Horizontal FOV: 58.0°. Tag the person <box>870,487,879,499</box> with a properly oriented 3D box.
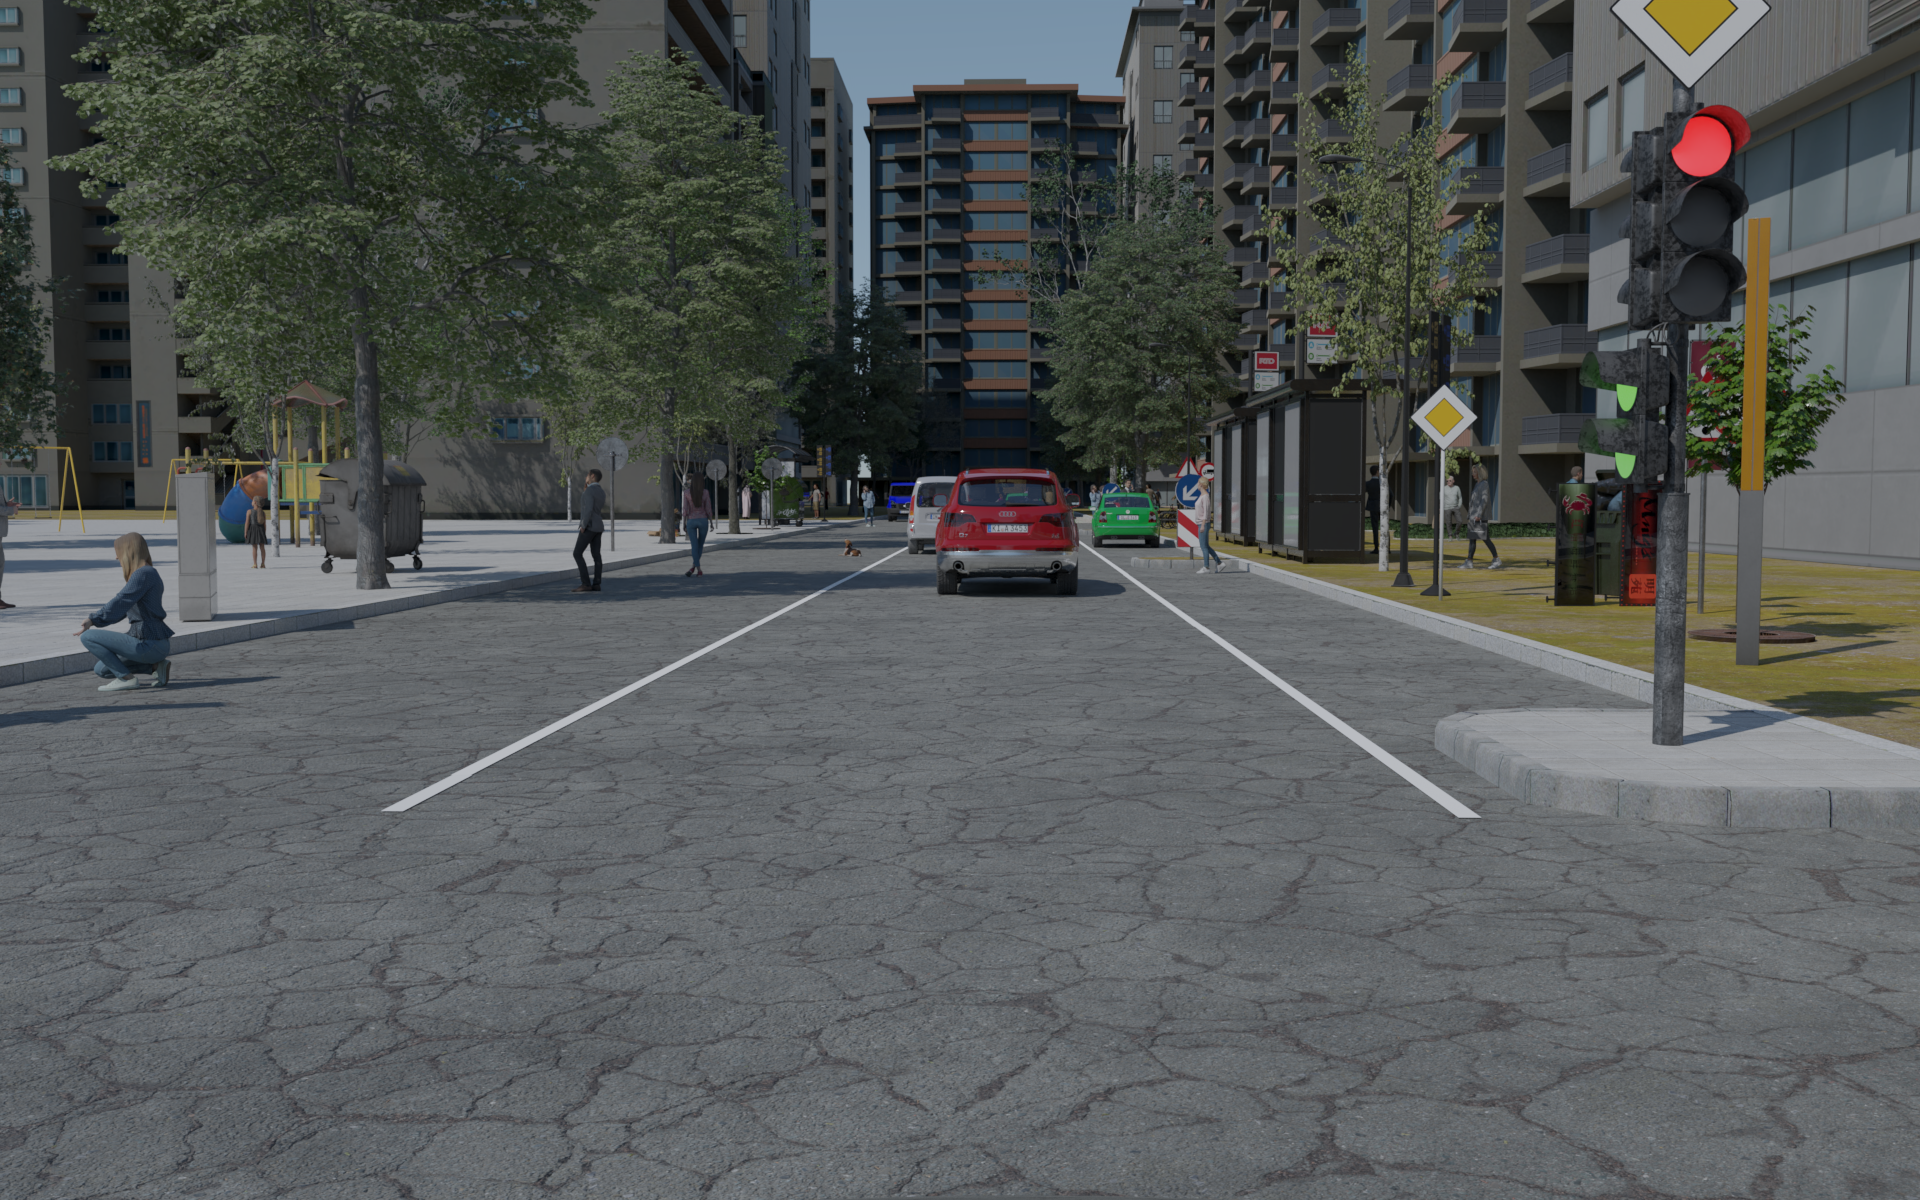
[{"bbox_3d":[-7.155,-8.174,139.644,1.348,1.831,0.705,1,4,18],"label":"person"}]

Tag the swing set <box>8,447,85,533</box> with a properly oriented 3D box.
[{"bbox_3d":[-30.756,-3.641,57.151,3.119,2.851,2.862,-3,5,-43],"label":"swing set"}]

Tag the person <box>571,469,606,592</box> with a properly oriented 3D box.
[{"bbox_3d":[-5.467,-1.030,25.514,0.473,1.802,0.592,2,4,28],"label":"person"}]

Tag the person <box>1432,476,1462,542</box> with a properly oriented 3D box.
[{"bbox_3d":[13.185,-2.465,46.830,0.782,1.767,0.515,0,4,5],"label":"person"}]

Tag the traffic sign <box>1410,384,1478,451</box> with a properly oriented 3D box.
[{"bbox_3d":[5.807,-1.286,20.761,0.795,2.593,0.064,0,4,5],"label":"traffic sign"}]

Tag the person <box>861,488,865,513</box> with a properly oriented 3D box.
[{"bbox_3d":[-6.500,-6.861,118.910,0.721,1.739,1.217,-2,4,-29],"label":"person"}]

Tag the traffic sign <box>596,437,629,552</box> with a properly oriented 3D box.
[{"bbox_3d":[-7.752,-2.354,38.598,0.768,2.556,0.104,1,4,10],"label":"traffic sign"}]

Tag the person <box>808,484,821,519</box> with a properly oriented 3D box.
[{"bbox_3d":[-7.491,-5.130,89.923,0.705,1.824,1.348,-2,4,-30],"label":"person"}]

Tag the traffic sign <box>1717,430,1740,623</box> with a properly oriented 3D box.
[{"bbox_3d":[7.754,-1.042,17.144,0.768,2.556,0.104,1,4,9],"label":"traffic sign"}]

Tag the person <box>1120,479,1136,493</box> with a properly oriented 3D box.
[{"bbox_3d":[5.367,-2.906,55.372,0.474,1.900,0.648,2,4,28],"label":"person"}]

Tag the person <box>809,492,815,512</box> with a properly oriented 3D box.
[{"bbox_3d":[-10.820,-7.213,127.199,0.991,1.433,0.599,1,4,10],"label":"person"}]

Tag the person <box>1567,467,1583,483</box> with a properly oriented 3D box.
[{"bbox_3d":[11.171,-1.550,31.725,0.444,1.785,0.601,0,4,2],"label":"person"}]

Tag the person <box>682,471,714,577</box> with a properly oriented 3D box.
[{"bbox_3d":[-4.519,-1.310,29.930,0.555,1.821,0.388,-1,4,-22],"label":"person"}]

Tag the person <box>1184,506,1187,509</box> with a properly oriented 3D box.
[{"bbox_3d":[9.587,-4.005,72.531,0.512,1.701,0.522,0,4,-4],"label":"person"}]

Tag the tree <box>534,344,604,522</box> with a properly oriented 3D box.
[{"bbox_3d":[-17.902,-7.935,80.102,4.737,8.622,4.395,0,3,0],"label":"tree"}]

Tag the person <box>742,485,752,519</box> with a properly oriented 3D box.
[{"bbox_3d":[-10.804,-4.965,87.884,0.551,1.740,0.621,0,4,3],"label":"person"}]

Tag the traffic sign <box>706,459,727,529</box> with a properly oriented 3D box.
[{"bbox_3d":[-8.953,-3.885,63.630,0.768,2.556,0.104,0,4,4],"label":"traffic sign"}]

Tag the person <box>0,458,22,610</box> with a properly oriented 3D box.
[{"bbox_3d":[-10.694,-0.797,19.275,0.606,1.804,0.583,3,5,42],"label":"person"}]

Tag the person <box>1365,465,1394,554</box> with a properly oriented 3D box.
[{"bbox_3d":[8.982,-1.947,37.245,0.648,1.900,0.474,0,4,2],"label":"person"}]

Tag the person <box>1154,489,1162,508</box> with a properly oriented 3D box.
[{"bbox_3d":[17.910,-9.195,156.932,0.434,1.755,0.990,-2,4,-32],"label":"person"}]

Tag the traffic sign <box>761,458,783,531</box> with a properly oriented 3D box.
[{"bbox_3d":[-6.593,-3.709,60.750,0.768,2.556,0.104,0,4,7],"label":"traffic sign"}]

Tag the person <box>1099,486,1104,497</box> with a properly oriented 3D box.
[{"bbox_3d":[5.940,-3.786,70.753,0.532,1.782,0.716,0,4,-6],"label":"person"}]

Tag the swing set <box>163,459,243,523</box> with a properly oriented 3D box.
[{"bbox_3d":[-33.645,-4.894,77.629,3.119,2.851,2.862,0,4,-5],"label":"swing set"}]

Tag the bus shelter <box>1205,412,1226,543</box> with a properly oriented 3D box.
[{"bbox_3d":[7.805,-4.190,46.143,2.179,5.291,8.768,0,4,2],"label":"bus shelter"}]

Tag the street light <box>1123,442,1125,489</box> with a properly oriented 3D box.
[{"bbox_3d":[7.386,-6.800,83.720,1.470,5.913,1.316,0,4,2],"label":"street light"}]

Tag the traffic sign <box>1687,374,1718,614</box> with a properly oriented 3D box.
[{"bbox_3d":[7.935,-1.130,18.486,0.884,2.594,0.081,0,4,3],"label":"traffic sign"}]

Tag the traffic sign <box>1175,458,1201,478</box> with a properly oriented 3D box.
[{"bbox_3d":[7.600,-3.528,57.684,0.884,2.594,0.081,0,4,7],"label":"traffic sign"}]

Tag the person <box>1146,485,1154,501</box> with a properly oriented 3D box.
[{"bbox_3d":[11.051,-5.882,102.301,1.350,1.814,0.705,-3,5,-42],"label":"person"}]

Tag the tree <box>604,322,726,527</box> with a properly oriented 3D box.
[{"bbox_3d":[-10.823,-7.201,68.099,4.737,8.622,4.395,0,3,0],"label":"tree"}]

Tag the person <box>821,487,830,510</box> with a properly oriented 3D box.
[{"bbox_3d":[-10.677,-8.068,137.886,0.705,1.831,1.348,-2,4,-35],"label":"person"}]

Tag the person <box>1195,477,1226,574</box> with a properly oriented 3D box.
[{"bbox_3d":[4.499,-1.345,31.167,0.598,1.740,0.731,0,4,-5],"label":"person"}]

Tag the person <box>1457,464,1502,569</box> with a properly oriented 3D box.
[{"bbox_3d":[8.962,-1.439,29.755,0.728,1.800,0.709,0,4,6],"label":"person"}]

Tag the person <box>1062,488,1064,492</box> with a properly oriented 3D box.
[{"bbox_3d":[5.478,-5.151,93.384,0.621,1.740,0.551,1,4,8],"label":"person"}]

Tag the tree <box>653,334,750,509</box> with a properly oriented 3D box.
[{"bbox_3d":[-11.626,-7.754,77.141,4.360,8.622,3.978,0,3,0],"label":"tree"}]

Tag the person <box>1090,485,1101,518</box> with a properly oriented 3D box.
[{"bbox_3d":[5.334,-3.620,67.946,0.793,1.790,0.793,1,4,20],"label":"person"}]

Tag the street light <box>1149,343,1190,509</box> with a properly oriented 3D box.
[{"bbox_3d":[6.509,-4.944,53.383,1.470,5.913,1.316,0,4,2],"label":"street light"}]

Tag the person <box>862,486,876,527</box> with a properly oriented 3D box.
[{"bbox_3d":[-4.007,-4.114,76.023,0.793,1.790,0.793,2,4,35],"label":"person"}]

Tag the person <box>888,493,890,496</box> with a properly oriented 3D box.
[{"bbox_3d":[-5.709,-8.655,147.569,1.348,1.823,0.705,0,4,1],"label":"person"}]

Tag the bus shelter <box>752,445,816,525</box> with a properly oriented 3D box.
[{"bbox_3d":[-7.492,-4.903,74.082,2.014,3.302,5.546,0,4,2],"label":"bus shelter"}]

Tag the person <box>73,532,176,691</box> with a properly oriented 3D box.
[{"bbox_3d":[-6.175,0.082,12.653,0.738,1.151,1.012,-1,4,-11],"label":"person"}]

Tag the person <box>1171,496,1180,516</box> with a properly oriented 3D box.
[{"bbox_3d":[12.946,-5.869,102.729,0.721,1.735,1.217,-2,4,-31],"label":"person"}]

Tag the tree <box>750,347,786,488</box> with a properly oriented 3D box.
[{"bbox_3d":[-10.394,-8.088,82.597,4.360,8.622,3.978,0,3,0],"label":"tree"}]

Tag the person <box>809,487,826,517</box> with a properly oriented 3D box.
[{"bbox_3d":[-8.112,-5.580,98.096,1.217,1.723,0.721,-3,4,-37],"label":"person"}]

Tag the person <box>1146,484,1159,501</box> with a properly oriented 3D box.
[{"bbox_3d":[10.127,-5.313,92.928,1.348,1.823,0.705,-2,4,-27],"label":"person"}]

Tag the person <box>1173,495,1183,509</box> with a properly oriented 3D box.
[{"bbox_3d":[11.112,-4.832,85.776,1.217,1.736,0.721,0,4,-6],"label":"person"}]

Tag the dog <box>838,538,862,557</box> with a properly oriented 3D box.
[{"bbox_3d":[-2.539,-1.206,39.908,0.550,0.427,0.748,0,4,-3],"label":"dog"}]

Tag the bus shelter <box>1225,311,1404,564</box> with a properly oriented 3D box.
[{"bbox_3d":[7.191,-3.555,35.752,2.179,5.291,8.768,0,4,2],"label":"bus shelter"}]

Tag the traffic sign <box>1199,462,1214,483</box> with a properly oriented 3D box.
[{"bbox_3d":[9.938,-4.231,69.290,0.768,2.556,0.104,0,4,6],"label":"traffic sign"}]

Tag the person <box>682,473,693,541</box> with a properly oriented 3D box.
[{"bbox_3d":[-7.391,-2.568,47.833,0.447,1.846,0.655,1,4,11],"label":"person"}]

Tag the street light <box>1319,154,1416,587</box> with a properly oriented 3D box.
[{"bbox_3d":[5.608,-3.138,23.851,1.470,5.913,1.316,0,4,2],"label":"street light"}]

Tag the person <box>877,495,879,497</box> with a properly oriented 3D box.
[{"bbox_3d":[-8.145,-9.478,161.030,1.348,1.821,0.705,1,4,12],"label":"person"}]

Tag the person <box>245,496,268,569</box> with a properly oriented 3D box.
[{"bbox_3d":[-12.103,-1.165,29.765,0.362,1.253,0.373,-3,5,-39],"label":"person"}]
